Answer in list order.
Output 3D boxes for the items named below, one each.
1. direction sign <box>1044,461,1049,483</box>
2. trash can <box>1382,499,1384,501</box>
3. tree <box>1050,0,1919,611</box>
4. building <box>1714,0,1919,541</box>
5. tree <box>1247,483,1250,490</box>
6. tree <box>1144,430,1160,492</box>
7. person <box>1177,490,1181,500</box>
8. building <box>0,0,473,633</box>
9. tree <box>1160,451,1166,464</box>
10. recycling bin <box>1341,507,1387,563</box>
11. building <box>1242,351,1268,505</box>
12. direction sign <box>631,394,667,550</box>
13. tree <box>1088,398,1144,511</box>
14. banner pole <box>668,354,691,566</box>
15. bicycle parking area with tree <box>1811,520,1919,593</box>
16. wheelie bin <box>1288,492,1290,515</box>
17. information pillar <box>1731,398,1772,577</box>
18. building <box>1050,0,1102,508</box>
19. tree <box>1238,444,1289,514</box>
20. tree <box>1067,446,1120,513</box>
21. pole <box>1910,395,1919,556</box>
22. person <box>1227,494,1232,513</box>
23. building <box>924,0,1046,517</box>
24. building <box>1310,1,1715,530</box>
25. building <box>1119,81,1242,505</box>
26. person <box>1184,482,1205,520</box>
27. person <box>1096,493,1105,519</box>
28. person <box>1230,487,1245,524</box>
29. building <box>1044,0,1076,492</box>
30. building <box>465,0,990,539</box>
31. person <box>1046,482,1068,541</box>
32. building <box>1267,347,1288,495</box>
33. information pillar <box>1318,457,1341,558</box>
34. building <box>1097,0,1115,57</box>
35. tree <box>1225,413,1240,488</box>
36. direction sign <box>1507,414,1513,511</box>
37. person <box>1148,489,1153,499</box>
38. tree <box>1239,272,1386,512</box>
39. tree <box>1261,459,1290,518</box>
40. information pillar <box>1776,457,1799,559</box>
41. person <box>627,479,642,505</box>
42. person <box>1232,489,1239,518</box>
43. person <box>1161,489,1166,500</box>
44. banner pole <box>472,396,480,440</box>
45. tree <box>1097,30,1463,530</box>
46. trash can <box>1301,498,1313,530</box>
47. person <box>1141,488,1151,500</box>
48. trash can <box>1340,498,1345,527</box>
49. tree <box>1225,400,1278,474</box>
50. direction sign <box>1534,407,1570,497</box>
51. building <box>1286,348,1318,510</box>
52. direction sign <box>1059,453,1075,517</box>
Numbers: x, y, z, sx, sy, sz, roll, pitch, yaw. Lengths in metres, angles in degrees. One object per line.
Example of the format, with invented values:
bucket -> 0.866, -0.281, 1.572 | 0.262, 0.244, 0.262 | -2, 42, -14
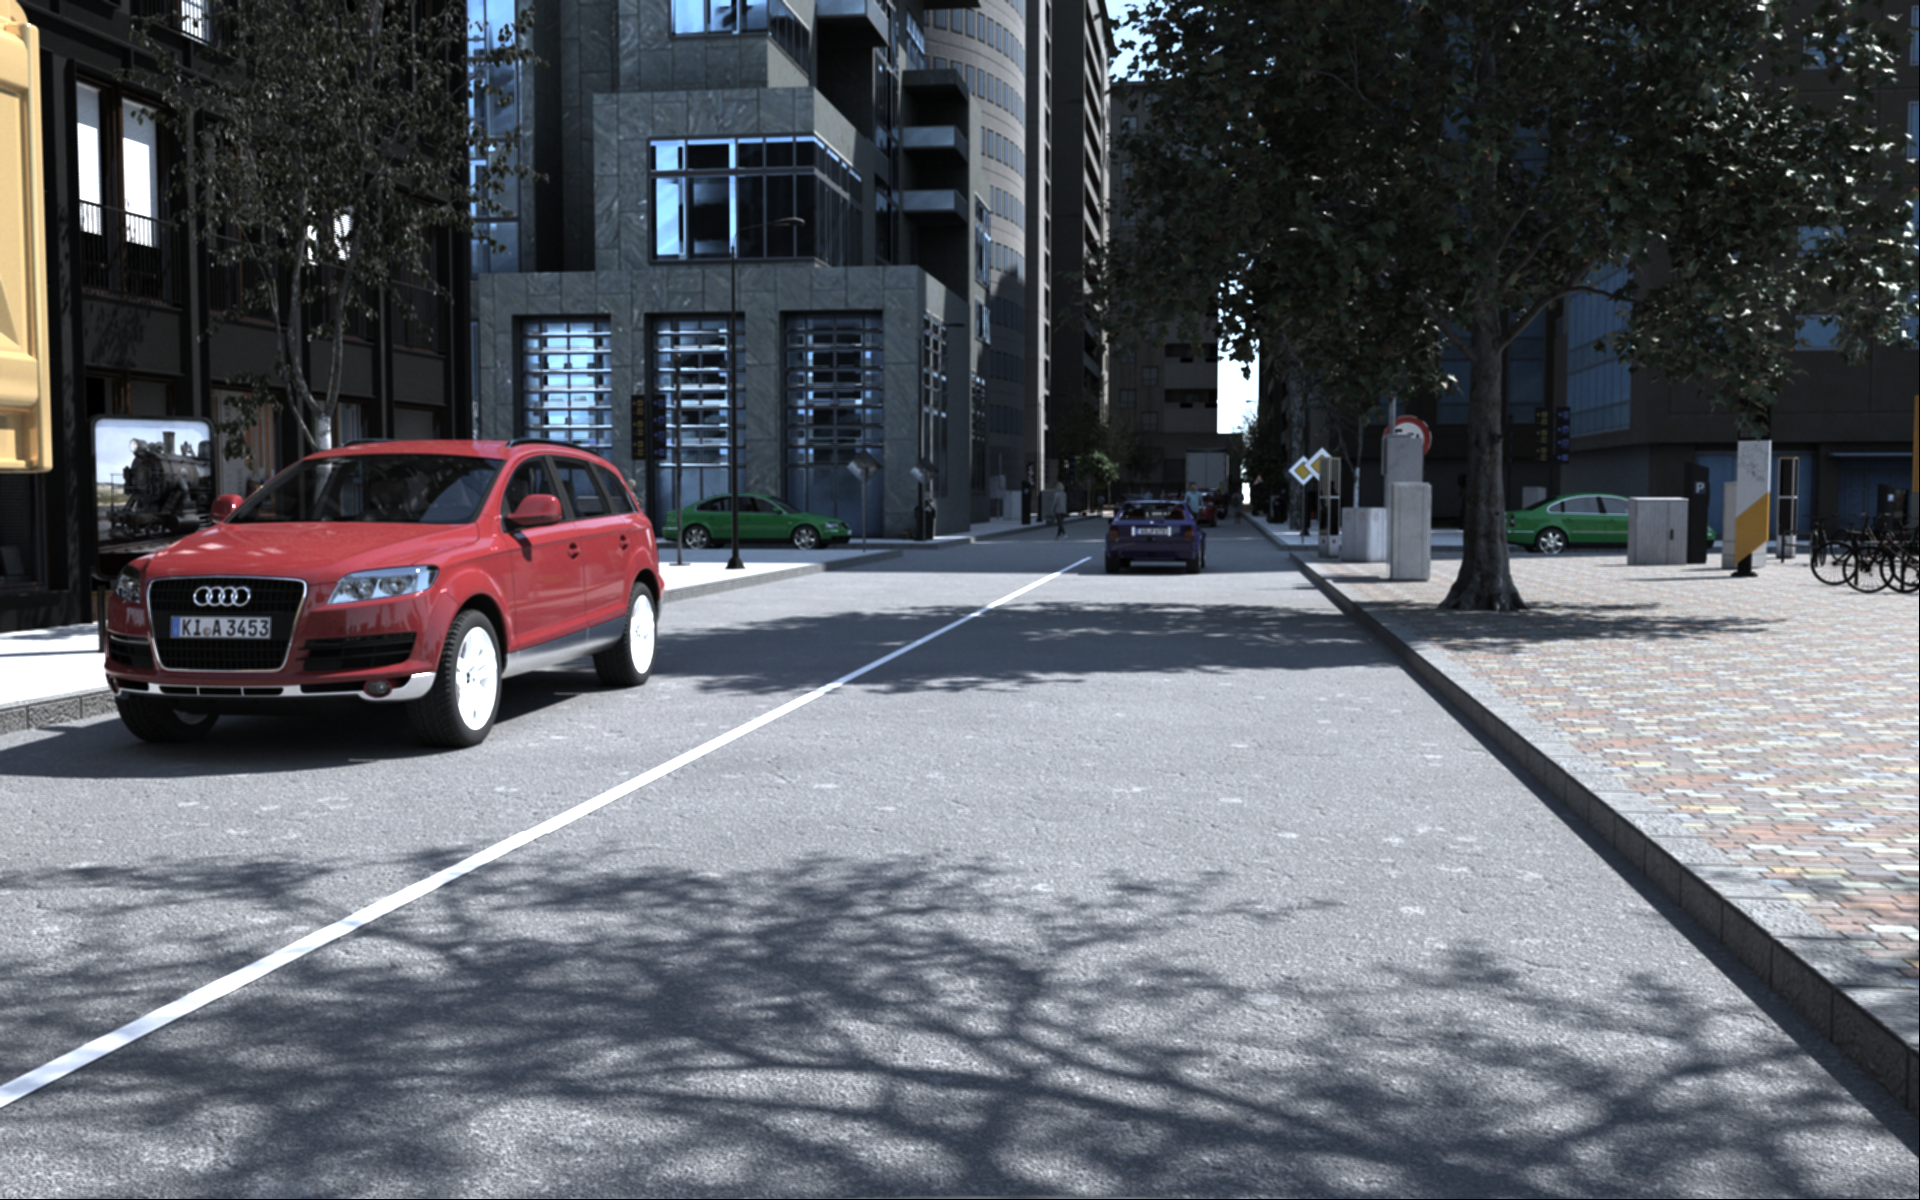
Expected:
direction sign -> 5.714, -7.732, 118.412 | 0.876, 3.537, 0.379 | -2, 4, -33
trash can -> 11.933, -2.188, 47.431 | 0.748, 1.137, 0.748 | 0, 3, 0
tree -> 5.782, -6.247, 19.147 | 9.611, 12.733, 9.660 | 0, 3, 0
building -> 26.919, -24.596, 52.261 | 14.200, 45.320, 14.600 | 1, 4, 8
tree -> 26.668, -9.778, 154.472 | 1.663, 3.219, 1.824 | 0, 3, 0
tree -> 16.872, -13.428, 169.915 | 4.360, 8.622, 3.978 | 0, 3, 0
person -> 19.818, -9.005, 155.686 | 0.705, 1.831, 1.348 | -1, 4, -22
building -> -14.468, -11.530, 18.198 | 12.332, 23.373, 15.834 | 1, 4, 8
tree -> 20.626, -14.914, 194.213 | 4.360, 8.622, 3.978 | 0, 3, 0
recycling bin -> 7.685, -1.229, 32.642 | 0.722, 1.027, 0.722 | -2, 4, -34
building -> 49.394, -34.126, 212.576 | 28.867, 44.769, 22.147 | 1, 4, 8
direction sign -> -7.087, -2.905, 39.489 | 0.876, 3.537, 0.379 | 1, 4, 18
tree -> 11.515, -11.147, 132.613 | 4.360, 8.622, 3.978 | 0, 3, 0
banner pole -> -4.978, -2.492, 30.759 | 0.401, 3.779, 0.863 | -1, 4, -13
bicycle parking area with tree -> 15.160, -2.033, 20.234 | 9.016, 4.147, 8.231 | 1, 4, 23
wheelie bin -> 20.440, -5.989, 105.824 | 0.980, 1.594, 0.693 | -3, 5, -40
information pillar -> 12.269, -2.167, 26.792 | 0.504, 3.616, 0.183 | 3, 5, 43
building -> 1.090, -32.376, 153.046 | 21.300, 48.544, 21.600 | 1, 4, 8
tree -> 19.591, -7.766, 110.694 | 4.285, 4.588, 4.351 | 0, 3, 0
tree -> 9.143, -8.378, 120.693 | 4.285, 4.588, 4.351 | 0, 3, 0
pole -> 19.800, -2.569, 35.846 | 0.158, 3.312, 0.155 | 0, 3, 0
person -> 19.910, -7.375, 129.814 | 1.217, 1.736, 0.721 | 0, 4, 3
building -> -6.805, -34.236, 101.764 | 21.231, 58.520, 28.212 | 1, 4, 8
building -> 22.241, -25.820, 72.275 | 14.600, 45.320, 14.200 | 1, 4, 8
building -> 22.151, -38.623, 220.719 | 27.495, 52.752, 28.713 | 1, 4, 8
person -> 7.617, -2.932, 56.453 | 0.660, 1.820, 0.620 | -1, 4, -12
person -> 7.907, -5.309, 97.891 | 0.523, 1.515, 0.503 | 2, 4, 32
person -> 13.405, -4.571, 83.587 | 0.716, 1.782, 0.532 | 0, 4, -7
building -> -1.497, -42.397, 131.442 | 20.563, 71.187, 20.611 | 1, 4, 8
building -> -9.956, -45.918, 63.429 | 22.319, 86.520, 31.000 | 1, 4, 8
person -> 3.032, -2.736, 53.408 | 0.709, 1.800, 0.728 | -3, 4, -38
building -> 42.868, -33.906, 178.063 | 21.300, 48.544, 21.600 | 1, 4, 8
information pillar -> 7.410, -1.850, 34.742 | 0.304, 2.012, 0.304 | -2, 4, -30
building -> 1.752, -36.192, 180.983 | 27.495, 52.752, 28.713 | 1, 4, 8
tree -> 21.738, -10.826, 127.360 | 4.360, 8.622, 3.978 | 0, 3, 0
direction sign -> 15.769, -3.531, 49.726 | 0.379, 3.537, 0.876 | 1, 4, 10
person -> 13.105, -6.769, 119.736 | 0.480, 1.755, 0.524 | -2, 4, -26
tree -> 10.765, -5.962, 47.849 | 4.360, 8.622, 3.978 | 0, 3, 0
tree -> 17.568, -6.139, 94.970 | 1.663, 3.219, 1.824 | 0, 3, 0
information pillar -> 16.487, -1.837, 34.520 | 0.304, 2.012, 0.304 | 3, 5, 39
person -> -8.239, -2.150, 43.832 | 0.526, 1.800, 0.537 | 0, 4, -3
person -> 16.776, -5.863, 105.198 | 0.563, 1.720, 0.643 | 1, 4, 18
person -> 13.005, -6.182, 110.159 | 0.643, 1.750, 0.593 | 0, 4, 5
banner pole -> -11.034, -3.003, 39.119 | 0.401, 3.779, 0.863 | -3, 5, -43
tree -> 10.980, -12.496, 60.204 | 12.611, 20.169, 13.585 | 0, 3, 0
trash can -> 12.394, -3.124, 62.739 | 0.748, 1.137, 0.748 | 0, 3, 0
person -> 10.363, -5.341, 96.096 | 0.793, 1.790, 0.793 | -1, 4, -16
trash can -> 14.527, -3.387, 67.034 | 0.748, 1.137, 0.748 | 0, 3, 0
tree -> 22.736, -11.234, 134.045 | 4.737, 8.622, 4.395 | 0, 3, 0
direction sign -> 15.415, -3.251, 45.147 | 0.876, 3.537, 0.379 | 0, 4, 8
building -> 39.451, -17.535, 131.739 | 27.650, 21.520, 28.899 | 1, 4, 8
direction sign -> 5.877, -6.330, 95.489 | 0.876, 3.537, 0.379 | 0, 4, -7
